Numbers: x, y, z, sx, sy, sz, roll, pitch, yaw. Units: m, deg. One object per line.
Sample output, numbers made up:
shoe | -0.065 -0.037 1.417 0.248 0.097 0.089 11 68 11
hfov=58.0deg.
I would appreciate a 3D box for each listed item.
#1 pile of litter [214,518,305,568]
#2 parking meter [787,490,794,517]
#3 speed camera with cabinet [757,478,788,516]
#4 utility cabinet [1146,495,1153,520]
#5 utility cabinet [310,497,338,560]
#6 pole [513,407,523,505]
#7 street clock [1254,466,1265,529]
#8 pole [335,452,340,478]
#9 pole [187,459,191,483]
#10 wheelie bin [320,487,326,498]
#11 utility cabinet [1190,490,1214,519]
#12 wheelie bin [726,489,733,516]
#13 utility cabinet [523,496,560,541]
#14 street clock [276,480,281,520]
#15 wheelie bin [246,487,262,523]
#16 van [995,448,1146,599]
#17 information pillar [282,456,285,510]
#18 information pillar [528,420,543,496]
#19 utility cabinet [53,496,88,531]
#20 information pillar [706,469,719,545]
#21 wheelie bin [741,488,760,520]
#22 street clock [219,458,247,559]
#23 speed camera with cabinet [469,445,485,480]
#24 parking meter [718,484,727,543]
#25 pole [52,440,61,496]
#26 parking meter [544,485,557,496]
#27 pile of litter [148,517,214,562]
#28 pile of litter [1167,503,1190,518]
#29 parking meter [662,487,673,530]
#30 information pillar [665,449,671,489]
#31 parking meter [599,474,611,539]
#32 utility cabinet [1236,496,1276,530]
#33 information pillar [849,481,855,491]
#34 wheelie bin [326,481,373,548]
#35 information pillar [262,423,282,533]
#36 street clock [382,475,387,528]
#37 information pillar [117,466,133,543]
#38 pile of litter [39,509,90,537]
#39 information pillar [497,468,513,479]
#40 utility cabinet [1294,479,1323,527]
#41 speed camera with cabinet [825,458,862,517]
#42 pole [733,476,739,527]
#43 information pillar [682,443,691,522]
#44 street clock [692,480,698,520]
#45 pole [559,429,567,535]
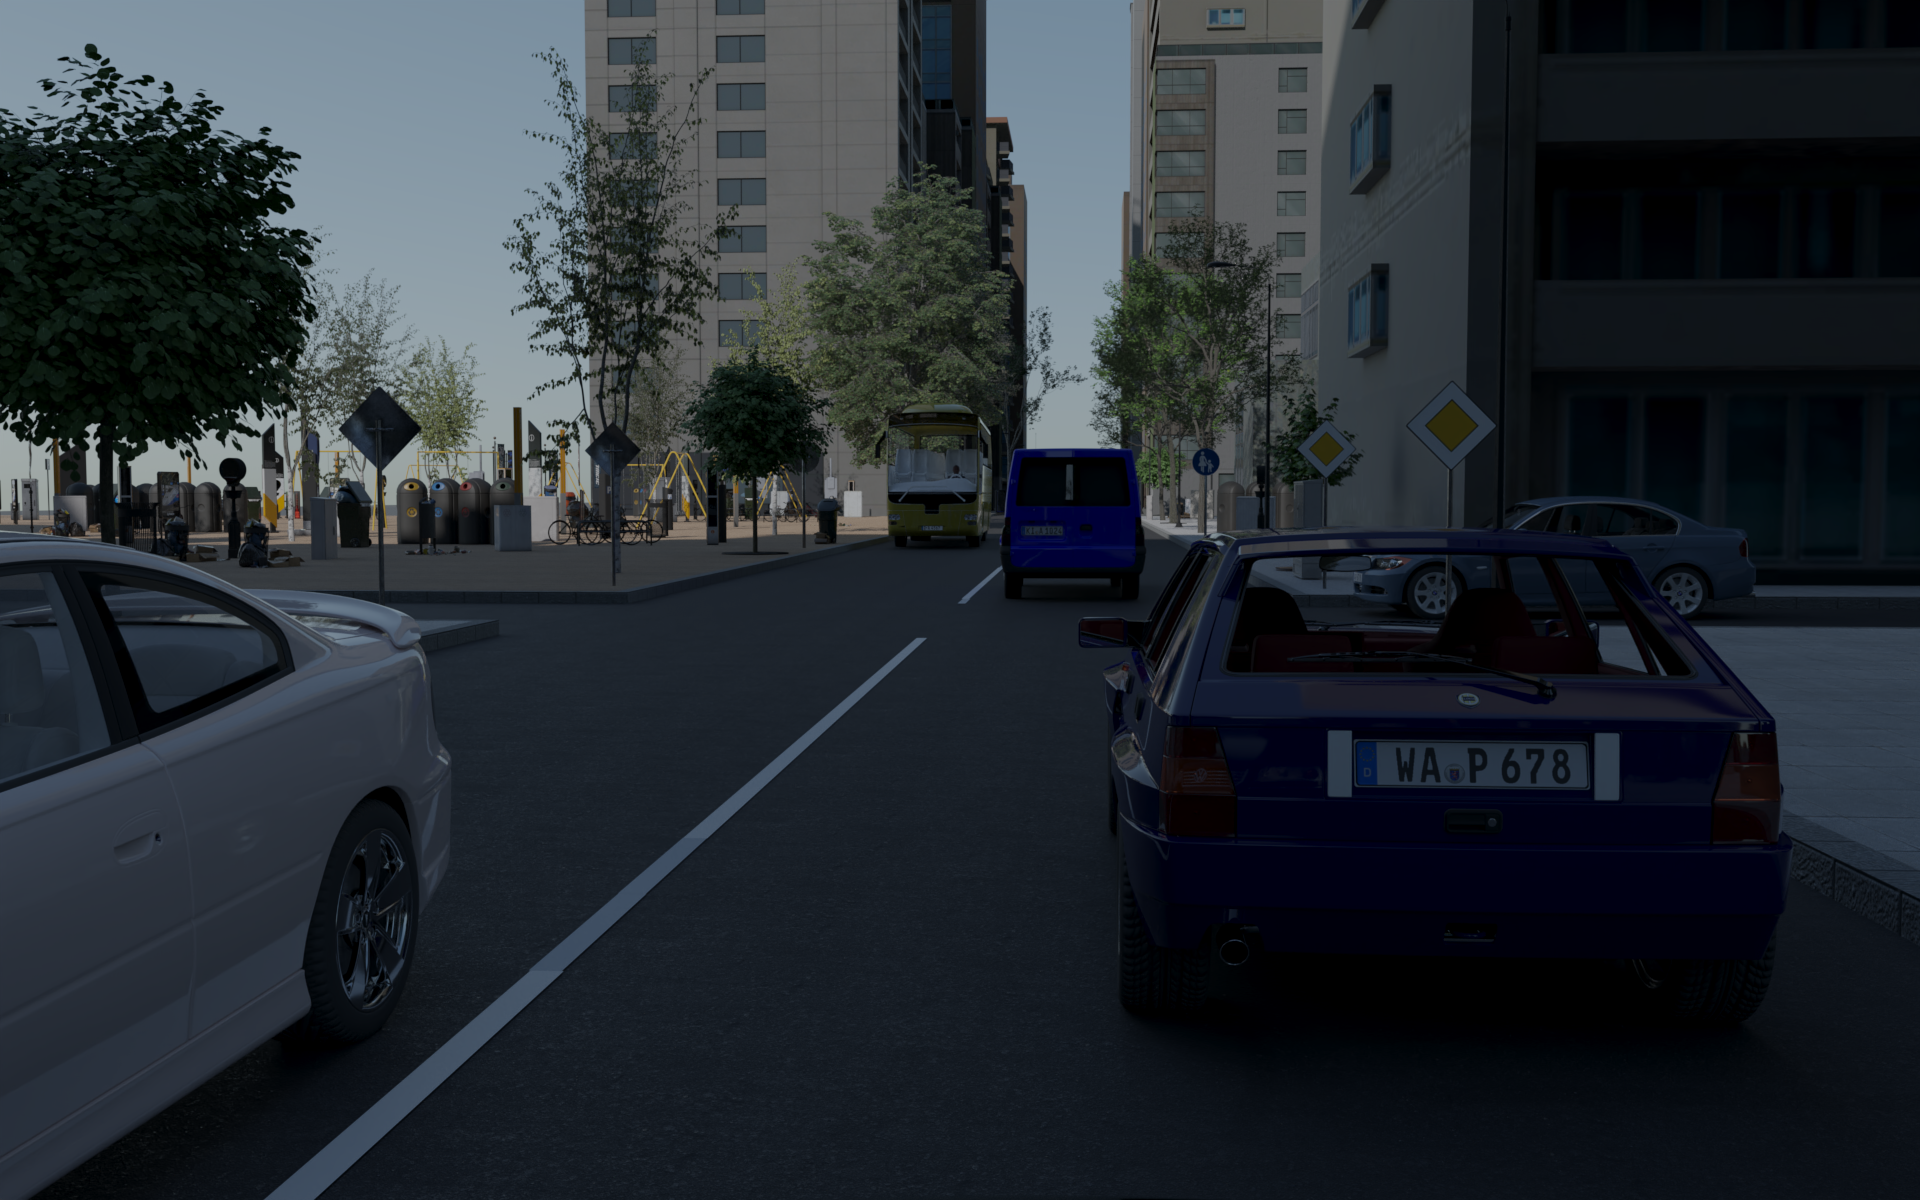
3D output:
pile of litter | -12.253 -1.032 30.830 1.176 0.858 1.719 0 4 2
parking meter | -9.675 -5.524 98.732 0.372 1.533 0.369 0 3 0
speed camera with cabinet | -10.875 -6.439 99.609 2.038 3.252 0.660 -2 4 -31
utility cabinet | 9.431 -4.587 86.153 0.306 1.237 1.020 1 4 8
utility cabinet | -12.578 -1.414 34.278 0.306 1.237 1.020 0 4 -7
pole | -10.365 -2.863 40.660 0.158 3.312 0.155 0 3 0
street clock | 7.670 -2.419 44.117 0.358 2.002 0.471 0 4 8
pole | -29.307 -5.365 81.566 0.158 3.312 0.155 0 3 0
pole | -42.584 -6.232 95.733 0.158 3.312 0.155 0 3 0
wheelie bin | -26.385 -3.947 72.444 0.980 1.594 0.693 3 4 36
utility cabinet | 12.345 -4.866 88.236 1.173 1.500 0.318 2 4 24
wheelie bin | -13.218 -5.617 99.739 0.980 1.594 0.693 -3 5 -39
utility cabinet | -11.480 -2.210 47.298 1.020 1.237 0.306 0 4 1
street clock | -34.474 -5.061 87.310 0.471 2.002 0.358 -2 4 -35
wheelie bin | -30.172 -4.016 73.566 0.693 1.594 0.980 3 5 42
van | 1.601 -1.284 25.381 2.240 2.365 5.245 0 4 2
information pillar | -35.904 -6.115 91.340 0.504 3.616 0.183 0 4 -4
information pillar | -13.464 -3.885 54.880 0.504 3.616 0.183 2 4 25
utility cabinet | -30.671 -2.970 59.715 1.020 1.237 0.306 -1 4 -23
information pillar | -6.236 -2.391 43.585 0.304 2.012 0.304 -1 4 -11
wheelie bin | -10.525 -4.835 86.959 0.980 1.594 0.693 -1 4 -10
street clock | -14.467 -1.831 34.502 0.471 2.002 0.358 1 4 12
speed camera with cabinet | -19.588 -4.643 70.246 0.660 3.252 2.038 -1 4 -13
parking meter | -6.349 -2.281 45.699 0.372 1.533 0.369 0 3 0
pole | -31.807 -4.107 60.999 0.158 3.312 0.155 0 3 0
parking meter | -11.622 -2.494 49.186 0.372 1.533 0.369 0 3 0
pile of litter | -14.654 -1.158 32.901 1.176 0.858 1.719 3 5 40
pile of litter | 11.669 -4.727 91.256 1.719 0.858 1.176 0 4 7
parking meter | -10.367 -3.244 61.444 0.372 1.533 0.369 0 3 0
information pillar | -14.341 -5.733 85.081 0.183 3.616 0.504 1 4 12
parking meter | -10.145 -2.691 49.715 0.255 1.863 0.399 2 4 32
utility cabinet | 8.003 -2.184 46.875 1.020 1.237 0.306 2 4 24
information pillar | -6.027 -5.634 96.609 0.304 2.012 0.304 1 4 13
wheelie bin | -14.563 -2.057 41.545 0.693 1.594 0.980 1 4 9
information pillar | -22.692 -4.011 56.932 0.183 3.616 0.504 2 4 29
street clock | -21.873 -3.730 65.561 0.358 2.002 0.471 0 3 0
information pillar | -21.704 -2.480 45.033 0.304 2.012 0.304 -2 4 -35
pile of litter | -26.985 -2.316 51.825 1.719 0.858 1.176 -2 4 -29
information pillar | -12.946 -2.742 49.321 0.304 2.012 0.304 2 4 31
utility cabinet | 5.286 -1.084 26.406 0.318 1.500 1.173 0 4 4
speed camera with cabinet | -6.448 -6.201 95.717 2.038 3.252 0.660 0 4 -5
pole | -8.692 -4.482 67.128 0.158 3.312 0.155 0 3 0
information pillar | -12.495 -5.358 78.959 0.183 3.616 0.504 -3 5 -42
street clock | -13.306 -5.043 87.028 0.358 2.002 0.471 -1 4 -13
pole | -12.496 -3.709 54.489 0.158 3.312 0.155 0 3 0
